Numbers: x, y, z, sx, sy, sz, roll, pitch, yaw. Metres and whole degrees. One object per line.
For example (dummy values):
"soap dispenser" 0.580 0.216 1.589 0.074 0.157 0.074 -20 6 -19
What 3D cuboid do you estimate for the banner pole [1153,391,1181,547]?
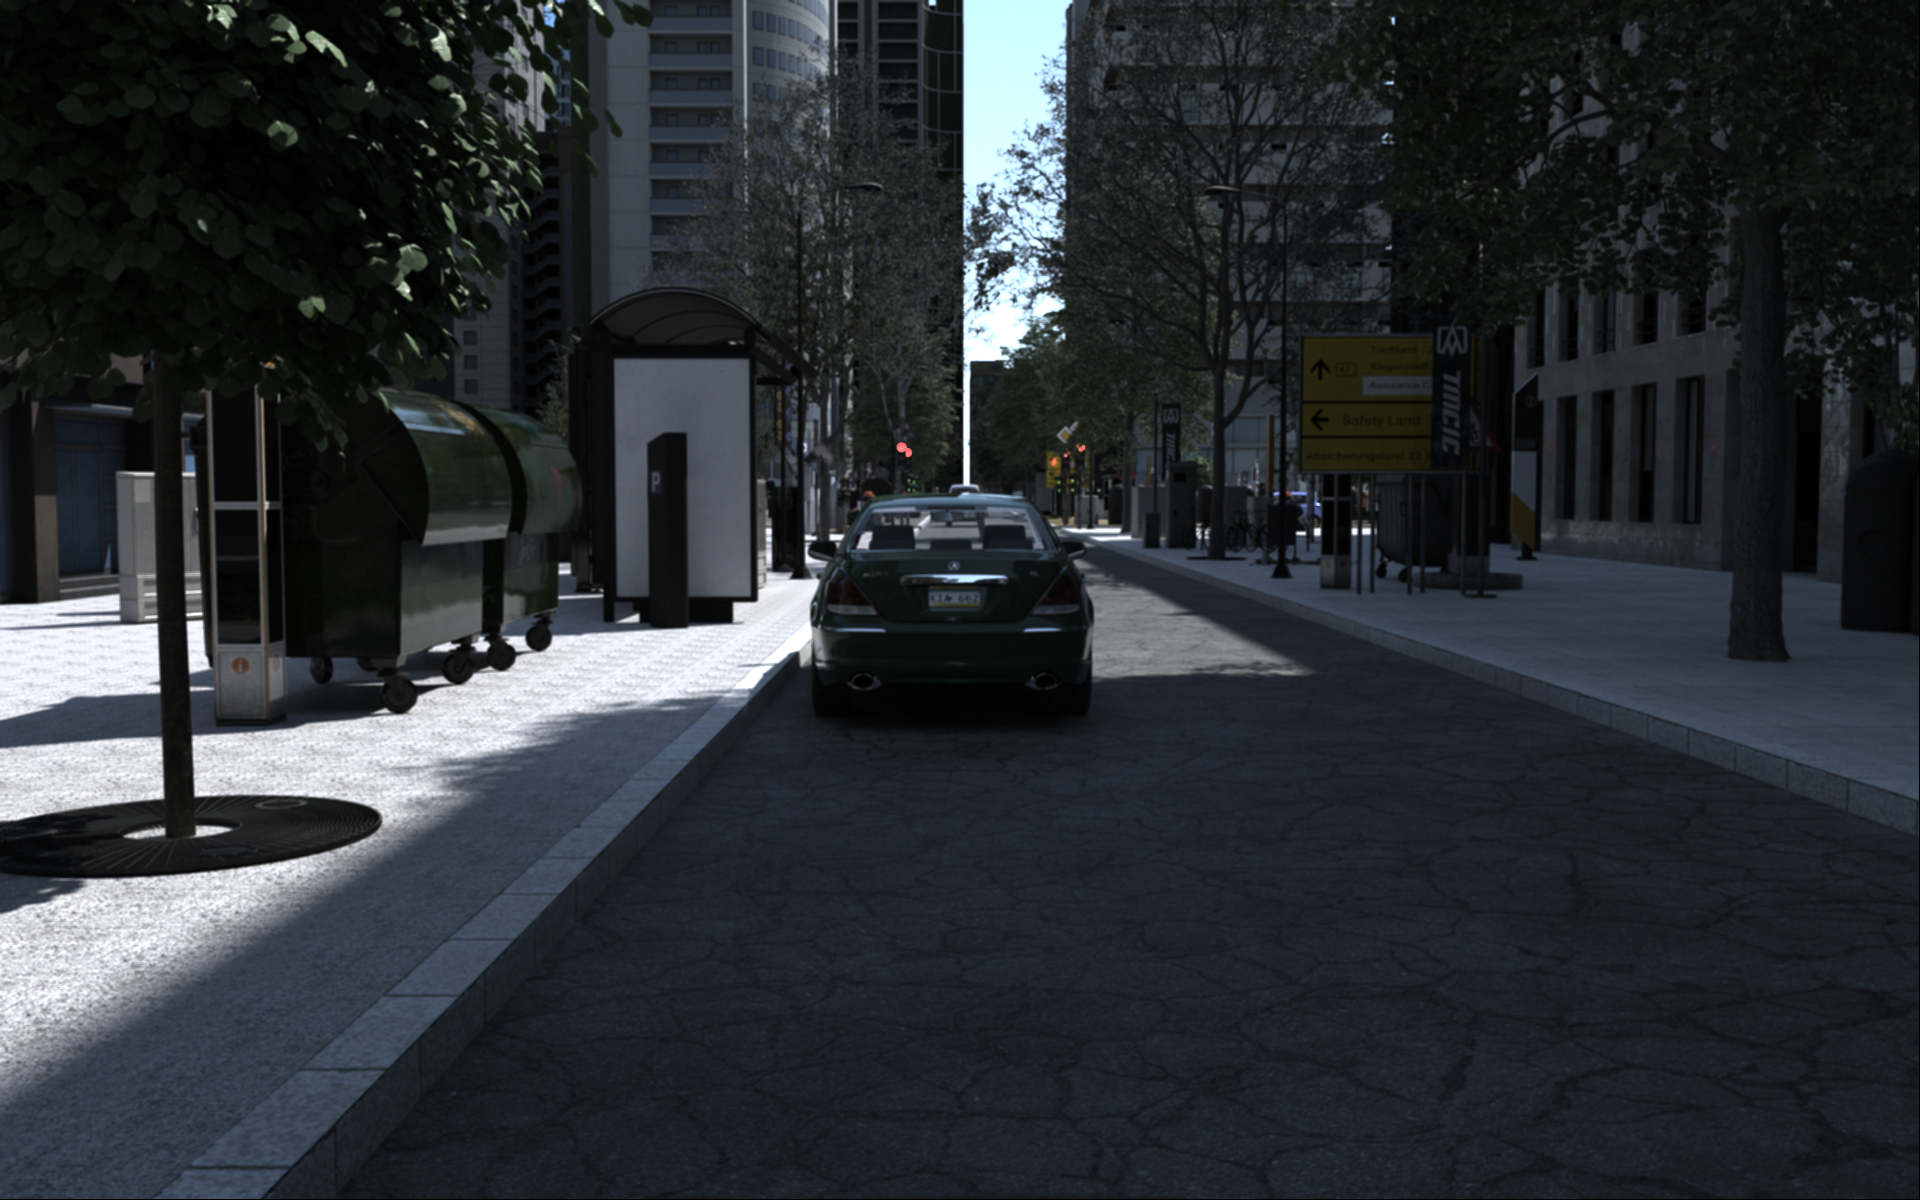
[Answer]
"banner pole" 4.969 -3.185 42.093 0.863 3.779 0.401 2 4 23

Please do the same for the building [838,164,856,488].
"building" -24.153 -30.908 197.223 23.993 40.220 32.217 0 4 0

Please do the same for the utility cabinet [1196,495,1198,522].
"utility cabinet" 10.588 -4.135 78.769 0.306 1.237 1.020 -1 4 -10

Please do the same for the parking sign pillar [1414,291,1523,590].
"parking sign pillar" 6.993 -2.157 23.738 1.447 3.967 1.447 1 4 10

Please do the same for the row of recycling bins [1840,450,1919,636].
"row of recycling bins" 9.262 -0.490 15.122 1.069 1.692 3.534 -1 4 -21

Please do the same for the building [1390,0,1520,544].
"building" 19.901 -13.298 47.100 12.332 23.373 15.834 0 4 0

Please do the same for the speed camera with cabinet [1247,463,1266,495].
"speed camera with cabinet" 18.955 -7.157 111.355 2.038 3.252 0.660 3 4 38

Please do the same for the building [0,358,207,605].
"building" -17.495 -22.705 21.345 14.600 45.320 14.200 0 4 0

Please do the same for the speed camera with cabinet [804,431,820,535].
"speed camera with cabinet" -4.851 -3.718 55.121 0.660 3.252 2.038 0 4 5

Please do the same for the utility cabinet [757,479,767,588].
"utility cabinet" -2.843 -0.894 23.293 0.318 1.500 1.173 0 4 4

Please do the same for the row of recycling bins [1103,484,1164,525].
"row of recycling bins" 7.977 -4.019 72.828 3.534 1.692 1.069 -1 4 -14

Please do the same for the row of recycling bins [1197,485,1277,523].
"row of recycling bins" 12.320 -4.275 77.005 3.534 1.692 1.069 1 4 15

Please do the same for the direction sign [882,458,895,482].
"direction sign" -4.552 -7.226 110.148 0.876 3.537 0.379 1 4 17

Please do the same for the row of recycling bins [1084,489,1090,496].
"row of recycling bins" 11.017 -7.793 134.529 3.534 1.692 1.069 2 4 30

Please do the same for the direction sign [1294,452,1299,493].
"direction sign" 18.066 -6.184 93.113 0.379 3.537 0.876 2 4 25

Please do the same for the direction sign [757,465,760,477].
"direction sign" -13.522 -7.552 115.470 0.379 3.537 0.876 1 4 20

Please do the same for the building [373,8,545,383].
"building" -60.683 -46.772 202.971 20.611 71.187 20.563 0 4 0

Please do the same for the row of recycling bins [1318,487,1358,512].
"row of recycling bins" 19.192 -4.956 88.145 1.069 1.692 3.534 -1 4 -11

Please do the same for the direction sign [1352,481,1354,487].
"direction sign" 30.256 -8.643 133.304 0.379 3.537 0.876 -1 4 -19

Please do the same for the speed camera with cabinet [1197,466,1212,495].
"speed camera with cabinet" 17.256 -7.932 124.021 2.038 3.252 0.660 3 4 37

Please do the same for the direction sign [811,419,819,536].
"direction sign" -4.373 -3.717 52.767 0.379 3.537 0.876 0 4 2

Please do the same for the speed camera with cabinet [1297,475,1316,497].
"speed camera with cabinet" 25.925 -8.291 129.886 0.660 3.252 2.038 -1 4 -23

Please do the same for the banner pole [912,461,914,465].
"banner pole" -3.488 -8.466 128.432 0.401 3.779 0.863 1 4 17

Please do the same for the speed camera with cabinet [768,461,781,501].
"speed camera with cabinet" -10.800 -6.698 103.854 0.660 3.252 2.038 -2 4 -32

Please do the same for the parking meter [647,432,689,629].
"parking meter" -2.805 -0.667 16.620 0.255 1.863 0.399 -3 4 -37

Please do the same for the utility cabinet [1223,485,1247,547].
"utility cabinet" 6.598 -2.039 42.015 0.318 1.500 1.173 2 4 33

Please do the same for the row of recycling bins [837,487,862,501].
"row of recycling bins" -6.993 -6.172 108.032 1.069 1.692 3.534 -3 4 -36

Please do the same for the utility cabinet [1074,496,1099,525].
"utility cabinet" 5.291 -3.756 72.578 1.020 1.237 0.306 2 4 35

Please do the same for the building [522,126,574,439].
"building" -43.289 -34.028 206.463 14.200 45.320 14.600 0 4 0

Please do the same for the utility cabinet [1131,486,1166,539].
"utility cabinet" 5.382 -2.475 49.138 1.173 1.500 0.318 -3 4 -37

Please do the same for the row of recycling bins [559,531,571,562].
"row of recycling bins" -7.150 -1.581 32.964 3.534 1.692 1.069 -1 4 -9

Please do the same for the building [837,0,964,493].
"building" -9.730 -49.450 246.755 20.611 71.187 20.563 0 4 0

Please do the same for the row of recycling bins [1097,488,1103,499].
"row of recycling bins" 9.392 -5.527 97.486 3.534 1.692 1.069 3 4 38

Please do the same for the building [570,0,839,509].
"building" -22.629 -37.767 159.492 21.231 58.520 28.212 0 4 0

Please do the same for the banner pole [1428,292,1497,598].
"banner pole" 6.246 -1.923 21.466 0.863 3.779 0.401 1 4 9

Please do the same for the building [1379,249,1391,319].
"building" 49.331 -26.699 208.225 14.107 30.474 14.160 0 4 0

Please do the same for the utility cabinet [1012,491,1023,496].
"utility cabinet" 4.780 -8.296 144.316 0.318 1.500 1.173 2 4 34

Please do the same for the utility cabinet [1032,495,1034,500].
"utility cabinet" 6.512 -8.147 144.365 1.020 1.237 0.306 -2 4 -31

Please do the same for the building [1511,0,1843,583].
"building" 17.786 -10.749 30.491 10.420 20.320 16.860 0 4 0

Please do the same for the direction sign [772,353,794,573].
"direction sign" -2.900 -2.226 28.393 0.379 3.537 0.876 1 4 10

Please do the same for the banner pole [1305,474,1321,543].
"banner pole" 9.468 -3.381 45.293 0.863 3.779 0.401 0 4 -4

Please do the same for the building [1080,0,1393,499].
"building" 27.127 -35.634 171.848 28.713 52.752 27.495 0 4 0

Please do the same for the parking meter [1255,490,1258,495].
"parking meter" 19.314 -6.369 112.552 0.372 1.533 0.369 0 3 0

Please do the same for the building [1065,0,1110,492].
"building" 22.623 -40.211 199.455 21.231 58.520 28.212 0 4 0

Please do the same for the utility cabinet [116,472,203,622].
"utility cabinet" -7.892 -0.543 17.556 0.318 1.500 1.173 2 4 32

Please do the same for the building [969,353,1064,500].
"building" 15.902 -24.864 251.569 28.899 21.520 27.650 0 4 0

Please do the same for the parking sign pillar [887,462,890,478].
"parking sign pillar" -5.990 -9.090 137.093 1.447 3.967 1.447 0 4 -7

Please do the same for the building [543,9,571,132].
"building" -64.136 -57.137 246.859 31.000 86.520 22.319 0 4 0
